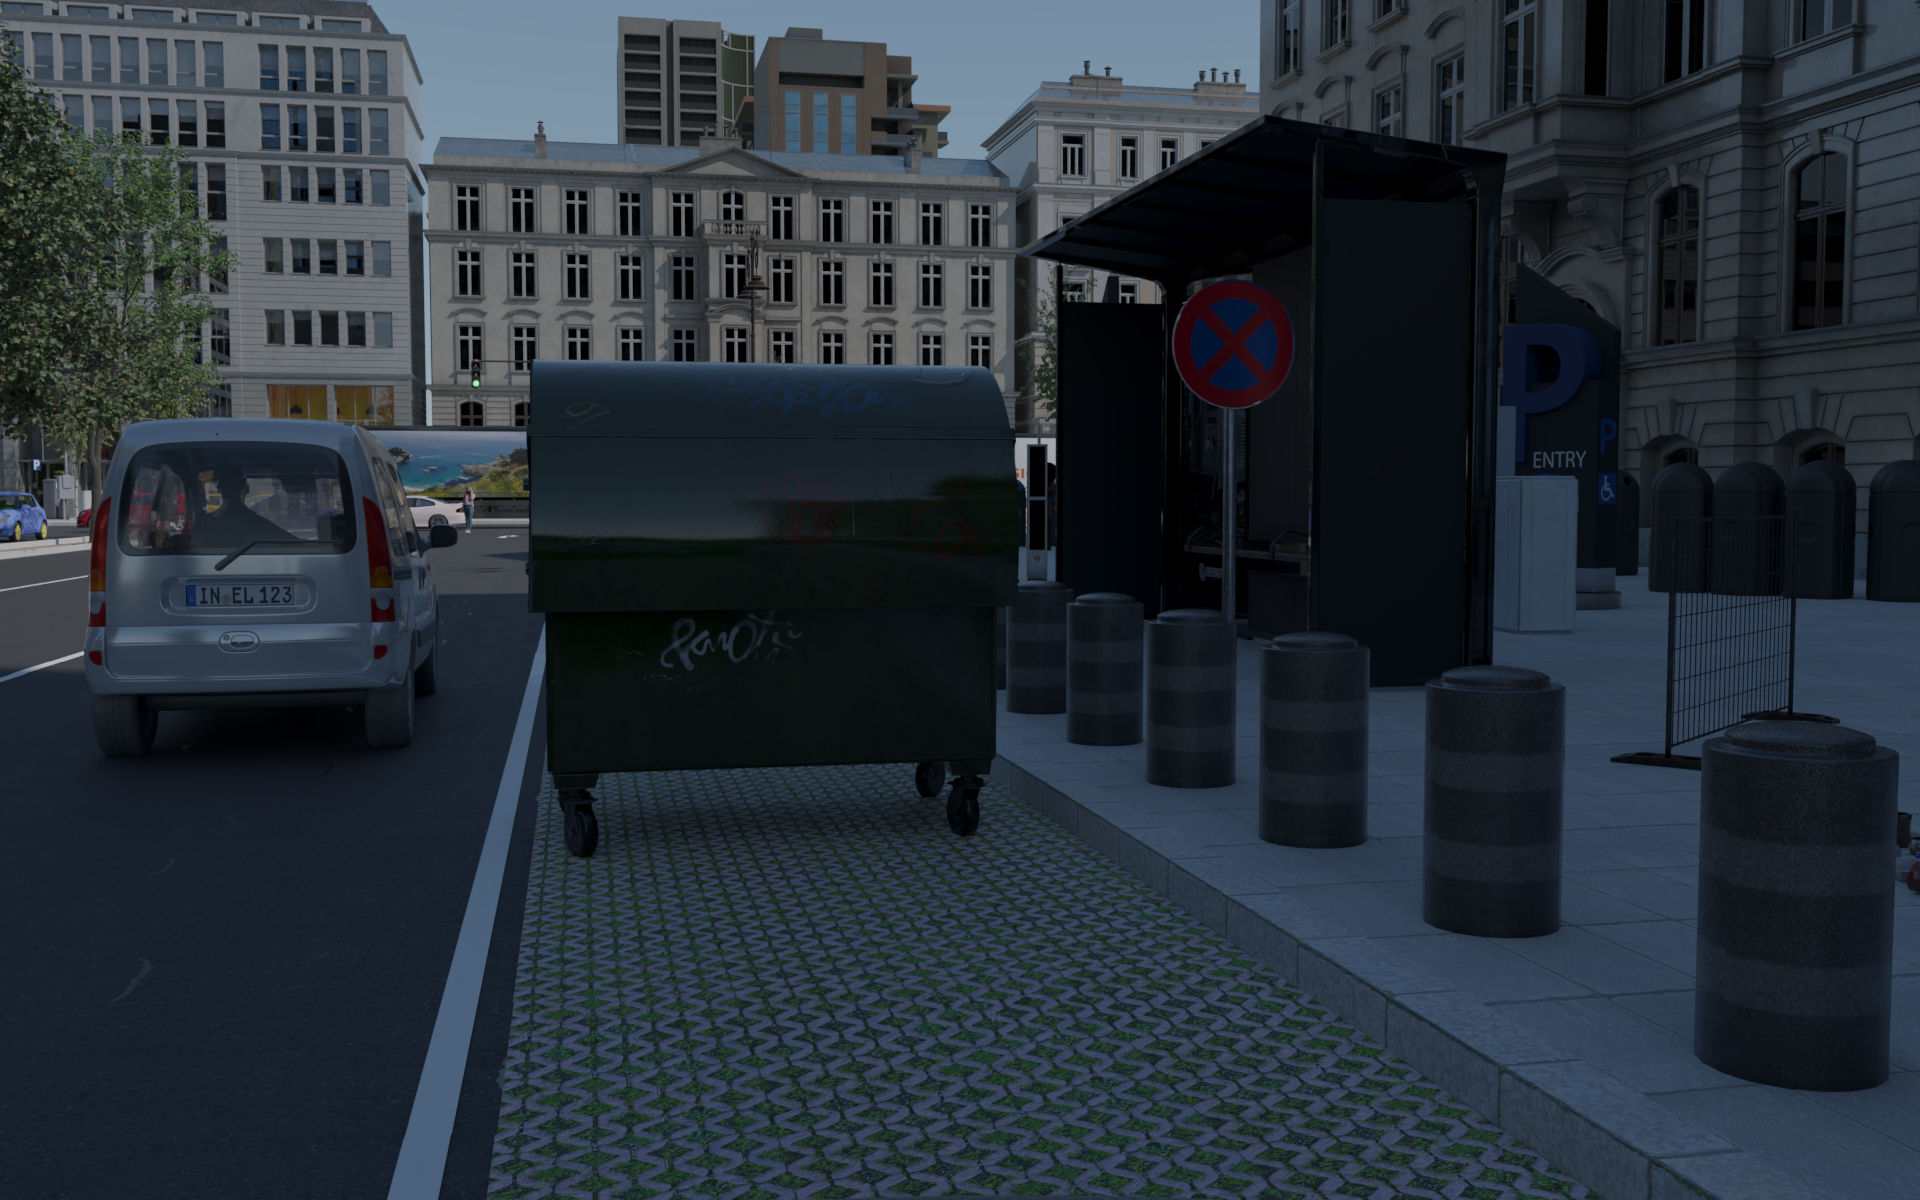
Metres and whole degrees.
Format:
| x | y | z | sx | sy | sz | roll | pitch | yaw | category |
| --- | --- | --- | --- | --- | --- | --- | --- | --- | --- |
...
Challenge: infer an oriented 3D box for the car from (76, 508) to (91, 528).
| x | y | z | sx | sy | sz | roll | pitch | yaw | category |
| --- | --- | --- | --- | --- | --- | --- | --- | --- | --- |
| -30.755 | -3.427 | 65.070 | 4.494 | 1.783 | 2.155 | -1 | 4 | -11 | car |

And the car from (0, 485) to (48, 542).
| x | y | z | sx | sy | sz | roll | pitch | yaw | category |
| --- | --- | --- | --- | --- | --- | --- | --- | --- | --- |
| -29.113 | -2.628 | 52.560 | 1.945 | 1.707 | 3.694 | -1 | 4 | -11 | car |

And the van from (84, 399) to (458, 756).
| x | y | z | sx | sy | sz | roll | pitch | yaw | category |
| --- | --- | --- | --- | --- | --- | --- | --- | --- | --- |
| -4.255 | -0.244 | 10.994 | 2.013 | 2.044 | 4.112 | -1 | 4 | -14 | van |

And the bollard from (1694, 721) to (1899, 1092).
| x | y | z | sx | sy | sz | roll | pitch | yaw | category |
| --- | --- | --- | --- | --- | --- | --- | --- | --- | --- |
| 1.874 | 0.662 | 3.889 | 0.404 | 0.777 | 0.398 | 0 | 3 | 0 | bollard |

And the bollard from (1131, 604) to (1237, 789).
| x | y | z | sx | sy | sz | roll | pitch | yaw | category |
| --- | --- | --- | --- | --- | --- | --- | --- | --- | --- |
| 1.030 | 0.428 | 7.714 | 0.404 | 0.777 | 0.398 | 0 | 3 | 0 | bollard |

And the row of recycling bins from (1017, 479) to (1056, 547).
| x | y | z | sx | sy | sz | roll | pitch | yaw | category |
| --- | --- | --- | --- | --- | --- | --- | --- | --- | --- |
| 1.622 | -2.165 | 42.518 | 3.534 | 1.692 | 1.069 | -1 | 4 | -23 | row of recycling bins |

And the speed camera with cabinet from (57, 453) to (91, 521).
| x | y | z | sx | sy | sz | roll | pitch | yaw | category |
| --- | --- | --- | --- | --- | --- | --- | --- | --- | --- |
| -42.930 | -5.520 | 84.594 | 2.038 | 3.252 | 0.660 | -3 | 5 | -40 | speed camera with cabinet |

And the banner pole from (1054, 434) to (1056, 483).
| x | y | z | sx | sy | sz | roll | pitch | yaw | category |
| --- | --- | --- | --- | --- | --- | --- | --- | --- | --- |
| 3.909 | -4.517 | 63.873 | 0.863 | 3.779 | 0.401 | 0 | 4 | -2 | banner pole |

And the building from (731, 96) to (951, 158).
| x | y | z | sx | sy | sz | roll | pitch | yaw | category |
| --- | --- | --- | --- | --- | --- | --- | --- | --- | --- |
| -13.539 | -32.812 | 191.094 | 22.147 | 44.769 | 28.867 | -1 | 4 | -12 | building |

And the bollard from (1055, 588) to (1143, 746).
| x | y | z | sx | sy | sz | roll | pitch | yaw | category |
| --- | --- | --- | --- | --- | --- | --- | --- | --- | --- |
| 0.753 | 0.351 | 8.980 | 0.404 | 0.777 | 0.398 | 0 | 3 | 0 | bollard |

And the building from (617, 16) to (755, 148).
| x | y | z | sx | sy | sz | roll | pitch | yaw | category |
| --- | --- | --- | --- | --- | --- | --- | --- | --- | --- |
| -41.534 | -50.560 | 264.911 | 20.611 | 71.187 | 20.563 | -1 | 4 | -12 | building |

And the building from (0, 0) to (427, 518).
| x | y | z | sx | sy | sz | roll | pitch | yaw | category |
| --- | --- | --- | --- | --- | --- | --- | --- | --- | --- |
| -46.175 | -19.604 | 98.017 | 29.804 | 29.767 | 11.434 | -1 | 4 | -12 | building |

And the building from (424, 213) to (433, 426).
| x | y | z | sx | sy | sz | roll | pitch | yaw | category |
| --- | --- | --- | --- | --- | --- | --- | --- | --- | --- |
| -66.745 | -37.142 | 261.888 | 28.867 | 44.769 | 22.147 | -1 | 4 | -12 | building |

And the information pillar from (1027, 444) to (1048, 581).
| x | y | z | sx | sy | sz | roll | pitch | yaw | category |
| --- | --- | --- | --- | --- | --- | --- | --- | --- | --- |
| 1.139 | -1.291 | 25.596 | 0.304 | 2.012 | 0.304 | 0 | 4 | 1 | information pillar |

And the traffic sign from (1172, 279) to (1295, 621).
| x | y | z | sx | sy | sz | roll | pitch | yaw | category |
| --- | --- | --- | --- | --- | --- | --- | --- | --- | --- |
| 1.619 | -0.629 | 10.383 | 0.768 | 2.556 | 0.104 | -1 | 4 | -11 | traffic sign |

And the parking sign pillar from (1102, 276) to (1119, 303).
| x | y | z | sx | sy | sz | roll | pitch | yaw | category |
| --- | --- | --- | --- | --- | --- | --- | --- | --- | --- |
| 1.962 | -2.060 | 22.161 | 1.447 | 3.967 | 1.447 | 0 | 4 | -6 | parking sign pillar |

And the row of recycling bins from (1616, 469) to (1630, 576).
| x | y | z | sx | sy | sz | roll | pitch | yaw | category |
| --- | --- | --- | --- | --- | --- | --- | --- | --- | --- |
| 8.959 | -1.254 | 27.615 | 3.534 | 1.692 | 1.069 | 0 | 4 | 3 | row of recycling bins |

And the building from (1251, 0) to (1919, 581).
| x | y | z | sx | sy | sz | roll | pitch | yaw | category |
| --- | --- | --- | --- | --- | --- | --- | --- | --- | --- |
| 16.896 | -13.083 | 32.993 | 14.460 | 24.649 | 34.723 | -1 | 4 | -12 | building |

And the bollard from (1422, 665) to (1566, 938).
| x | y | z | sx | sy | sz | roll | pitch | yaw | category |
| --- | --- | --- | --- | --- | --- | --- | --- | --- | --- |
| 1.592 | 0.584 | 5.172 | 0.404 | 0.777 | 0.398 | 0 | 3 | 0 | bollard |

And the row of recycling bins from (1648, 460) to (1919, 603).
| x | y | z | sx | sy | sz | roll | pitch | yaw | category |
| --- | --- | --- | --- | --- | --- | --- | --- | --- | --- |
| 10.392 | -0.895 | 21.743 | 1.069 | 1.692 | 3.534 | -3 | 5 | -43 | row of recycling bins |

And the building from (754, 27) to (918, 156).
| x | y | z | sx | sy | sz | roll | pitch | yaw | category |
| --- | --- | --- | --- | --- | --- | --- | --- | --- | --- |
| -12.365 | -31.733 | 168.942 | 14.600 | 45.320 | 14.200 | -1 | 4 | -12 | building |

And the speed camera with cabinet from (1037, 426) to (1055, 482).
| x | y | z | sx | sy | sz | roll | pitch | yaw | category |
| --- | --- | --- | --- | --- | --- | --- | --- | --- | --- |
| 3.002 | -3.422 | 50.281 | 2.038 | 3.252 | 0.660 | 2 | 4 | 25 | speed camera with cabinet |

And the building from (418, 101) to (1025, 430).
| x | y | z | sx | sy | sz | roll | pitch | yaw | category |
| --- | --- | --- | --- | --- | --- | --- | --- | --- | --- |
| -14.255 | -17.516 | 105.470 | 34.723 | 24.649 | 14.460 | -1 | 4 | -12 | building |

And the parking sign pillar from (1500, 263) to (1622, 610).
| x | y | z | sx | sy | sz | roll | pitch | yaw | category |
| --- | --- | --- | --- | --- | --- | --- | --- | --- | --- |
| 6.803 | -1.910 | 19.708 | 1.447 | 3.967 | 1.447 | -3 | 4 | -36 | parking sign pillar |

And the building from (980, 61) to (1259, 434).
| x | y | z | sx | sy | sz | roll | pitch | yaw | category |
| --- | --- | --- | --- | --- | --- | --- | --- | --- | --- |
| 12.585 | -19.902 | 111.295 | 20.117 | 28.700 | 13.634 | -1 | 4 | -12 | building |

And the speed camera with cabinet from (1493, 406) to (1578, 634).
| x | y | z | sx | sy | sz | roll | pitch | yaw | category |
| --- | --- | --- | --- | --- | --- | --- | --- | --- | --- |
| 5.270 | -1.370 | 16.741 | 0.660 | 3.252 | 2.038 | 0 | 4 | -6 | speed camera with cabinet |

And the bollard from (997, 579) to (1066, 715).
| x | y | z | sx | sy | sz | roll | pitch | yaw | category |
| --- | --- | --- | --- | --- | --- | --- | --- | --- | --- |
| 0.474 | 0.274 | 10.245 | 0.404 | 0.777 | 0.398 | 0 | 3 | 0 | bollard |

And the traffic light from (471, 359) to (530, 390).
| x | y | z | sx | sy | sz | roll | pitch | yaw | category |
| --- | --- | --- | --- | --- | --- | --- | --- | --- | --- |
| -14.157 | -5.163 | 59.089 | 4.771 | 5.953 | 1.251 | -1 | 4 | -12 | traffic light |

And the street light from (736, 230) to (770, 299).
| x | y | z | sx | sy | sz | roll | pitch | yaw | category |
| --- | --- | --- | --- | --- | --- | --- | --- | --- | --- |
| -3.645 | -3.533 | 30.560 | 0.468 | 5.910 | 1.993 | -1 | 4 | -12 | street light |

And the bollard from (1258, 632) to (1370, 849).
| x | y | z | sx | sy | sz | roll | pitch | yaw | category |
| --- | --- | --- | --- | --- | --- | --- | --- | --- | --- |
| 1.314 | 0.507 | 6.435 | 0.404 | 0.777 | 0.398 | 0 | 3 | 0 | bollard |

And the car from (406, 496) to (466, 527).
| x | y | z | sx | sy | sz | roll | pitch | yaw | category |
| --- | --- | --- | --- | --- | --- | --- | --- | --- | --- |
| -21.704 | -3.387 | 67.745 | 4.827 | 1.381 | 2.083 | -1 | 4 | -11 | car |
